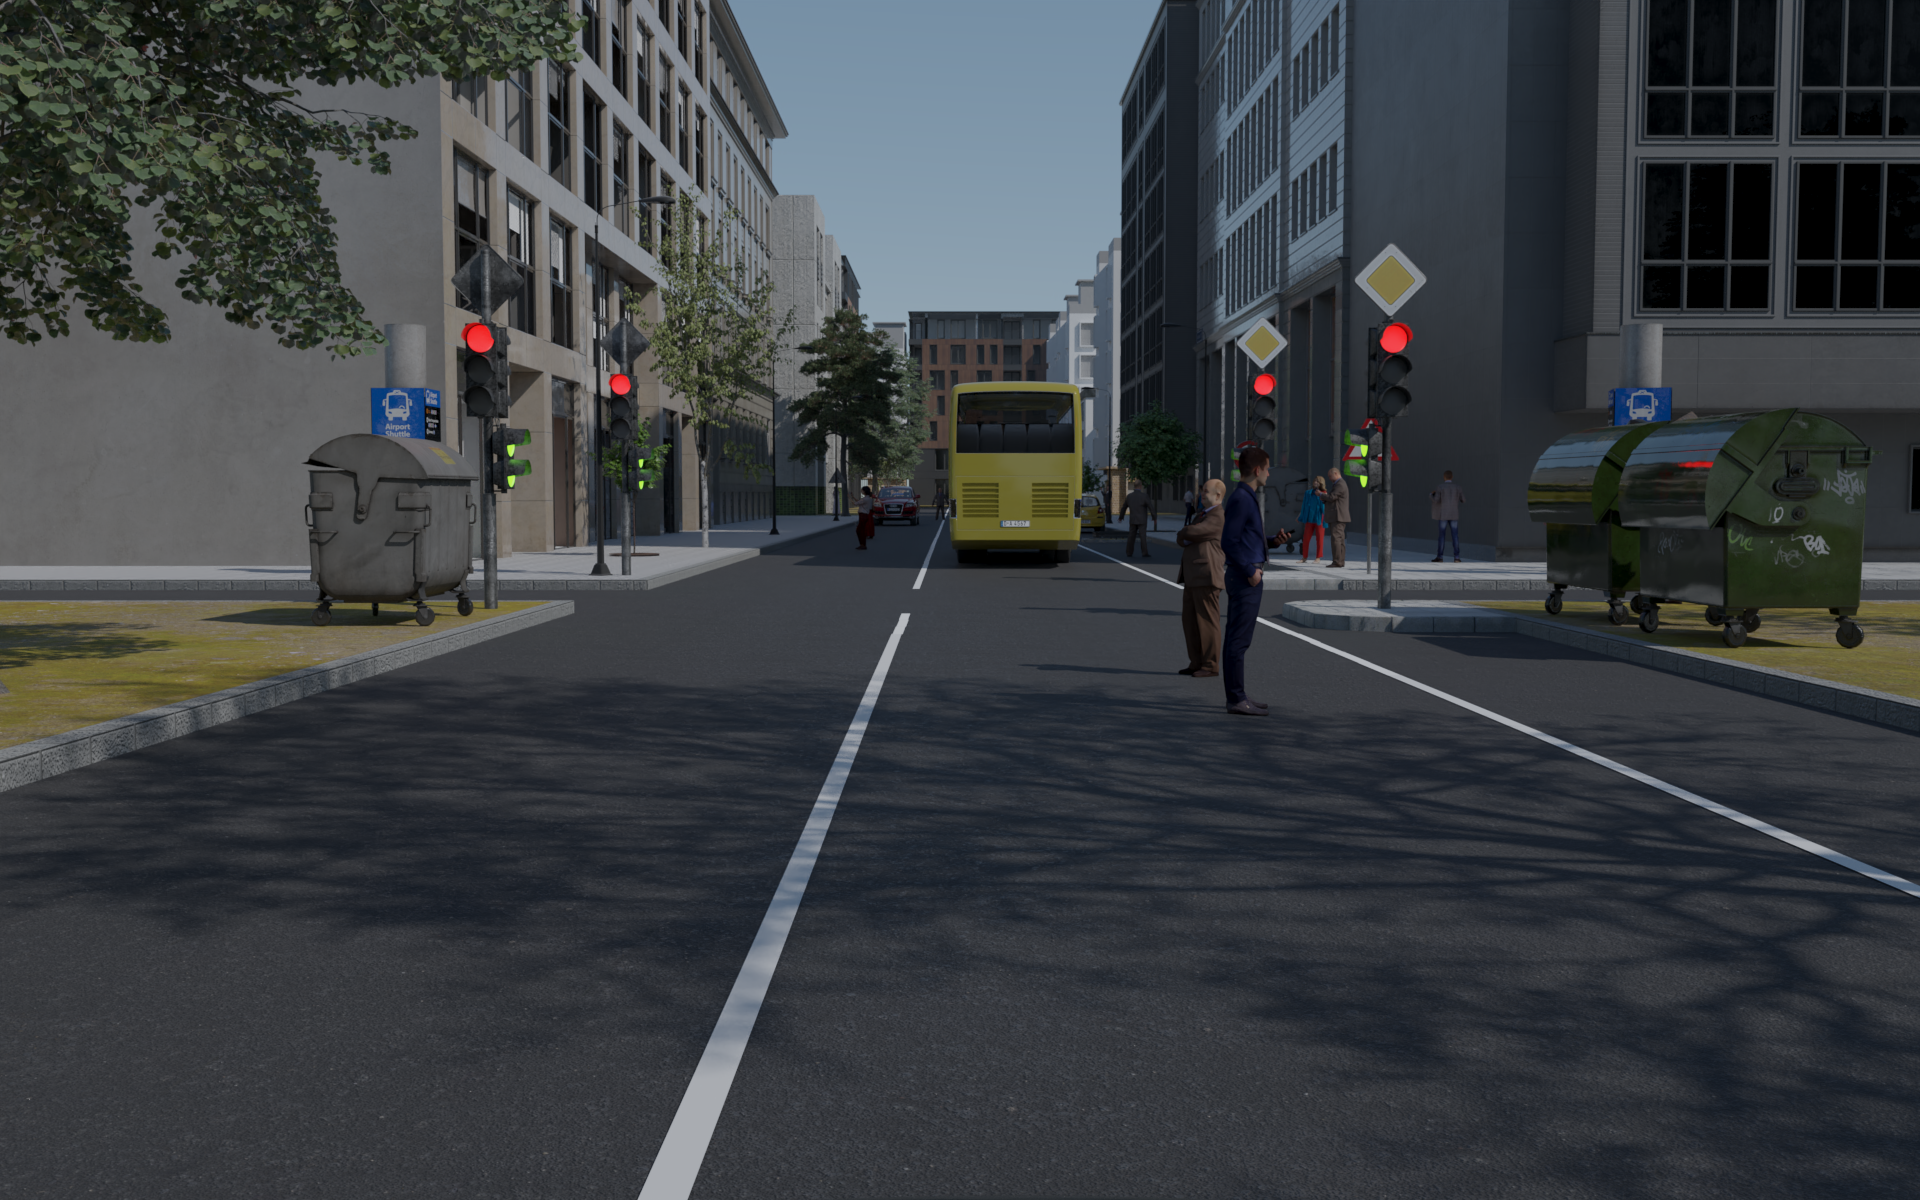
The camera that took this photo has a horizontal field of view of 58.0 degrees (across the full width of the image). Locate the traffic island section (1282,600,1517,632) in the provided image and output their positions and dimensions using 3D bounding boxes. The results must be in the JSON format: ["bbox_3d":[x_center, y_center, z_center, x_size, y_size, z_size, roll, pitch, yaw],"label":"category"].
[{"bbox_3d":[4.775,0.176,19.411,2.009,0.180,2.903,0,4,0],"label":"traffic island section"}]

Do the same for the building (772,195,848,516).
[{"bbox_3d":[-17.021,-15.407,118.360,16.747,18.905,31.486,0,4,0],"label":"building"}]

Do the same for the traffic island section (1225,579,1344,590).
[{"bbox_3d":[4.750,-0.313,27.396,2.009,0.180,2.903,0,4,0],"label":"traffic island section"}]

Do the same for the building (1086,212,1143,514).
[{"bbox_3d":[17.321,-16.054,118.906,16.016,20.091,11.380,0,4,0],"label":"building"}]

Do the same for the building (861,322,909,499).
[{"bbox_3d":[-11.652,-20.818,196.800,11.380,20.091,16.016,0,4,0],"label":"building"}]

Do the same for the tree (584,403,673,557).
[{"bbox_3d":[-6.663,-2.516,35.740,1.663,3.219,1.824,0,3,0],"label":"tree"}]

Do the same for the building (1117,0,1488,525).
[{"bbox_3d":[16.422,-18.161,90.445,14.314,27.812,24.014,0,4,0],"label":"building"}]

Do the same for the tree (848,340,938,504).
[{"bbox_3d":[-6.776,-14.259,139.785,9.857,13.997,8.962,0,3,0],"label":"tree"}]

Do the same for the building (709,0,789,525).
[{"bbox_3d":[-17.262,-15.038,79.163,16.112,22.955,30.059,0,4,0],"label":"building"}]

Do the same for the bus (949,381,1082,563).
[{"bbox_3d":[1.178,-2.889,38.782,2.896,3.916,12.252,0,4,1],"label":"bus"}]

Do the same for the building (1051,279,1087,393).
[{"bbox_3d":[16.926,-18.462,158.281,16.016,20.091,11.380,0,4,0],"label":"building"}]

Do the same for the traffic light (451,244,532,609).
[{"bbox_3d":[-5.226,-1.835,19.251,0.839,4.213,0.868,0,4,0],"label":"traffic light"}]

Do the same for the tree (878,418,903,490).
[{"bbox_3d":[-6.646,-12.522,155.089,4.737,8.622,4.395,0,3,0],"label":"tree"}]

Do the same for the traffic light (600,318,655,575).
[{"bbox_3d":[-5.251,-2.324,27.236,0.839,4.213,0.868,0,4,0],"label":"traffic light"}]

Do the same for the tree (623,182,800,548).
[{"bbox_3d":[-6.025,-5.551,41.115,4.737,8.622,4.395,0,3,0],"label":"tree"}]

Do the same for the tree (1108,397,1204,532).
[{"bbox_3d":[6.589,-4.605,59.006,4.285,4.588,4.351,0,3,0],"label":"tree"}]

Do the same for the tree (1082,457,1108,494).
[{"bbox_3d":[6.585,-5.808,89.566,1.663,3.219,1.824,0,3,0],"label":"tree"}]

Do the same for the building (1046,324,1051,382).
[{"bbox_3d":[16.594,-19.179,169.994,16.016,20.091,11.380,0,4,0],"label":"building"}]

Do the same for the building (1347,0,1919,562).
[{"bbox_3d":[21.904,-14.891,36.979,24.014,27.812,14.314,0,4,0],"label":"building"}]

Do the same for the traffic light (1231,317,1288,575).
[{"bbox_3d":[4.710,-2.326,27.283,0.839,4.213,0.868,0,4,0],"label":"traffic light"}]

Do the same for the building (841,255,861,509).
[{"bbox_3d":[-26.088,-19.458,162.111,32.646,21.610,27.936,0,4,0],"label":"building"}]

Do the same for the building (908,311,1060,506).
[{"bbox_3d":[10.482,-22.025,204.085,32.646,21.610,27.936,0,4,0],"label":"building"}]

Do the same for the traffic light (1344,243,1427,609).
[{"bbox_3d":[4.735,-1.838,19.298,0.839,4.213,0.868,0,4,0],"label":"traffic light"}]

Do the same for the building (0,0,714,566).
[{"bbox_3d":[-18.763,-14.831,47.006,19.350,26.468,34.151,0,4,0],"label":"building"}]

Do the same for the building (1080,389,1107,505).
[{"bbox_3d":[14.478,-12.034,138.905,9.099,9.664,28.070,0,4,0],"label":"building"}]

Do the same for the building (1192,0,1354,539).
[{"bbox_3d":[16.102,-17.464,63.035,11.434,29.767,29.804,0,4,0],"label":"building"}]

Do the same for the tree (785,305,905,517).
[{"bbox_3d":[-6.635,-10.808,98.759,6.751,12.117,7.091,0,3,0],"label":"tree"}]

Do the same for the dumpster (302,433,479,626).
[{"bbox_3d":[-5.702,-0.714,17.431,1.264,1.857,1.865,0,4,0],"label":"dumpster"}]

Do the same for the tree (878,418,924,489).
[{"bbox_3d":[-6.054,-13.618,173.024,4.360,8.622,3.978,0,3,0],"label":"tree"}]

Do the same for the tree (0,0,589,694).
[{"bbox_3d":[-6.491,-6.361,10.659,9.857,13.997,8.962,0,3,0],"label":"tree"}]
